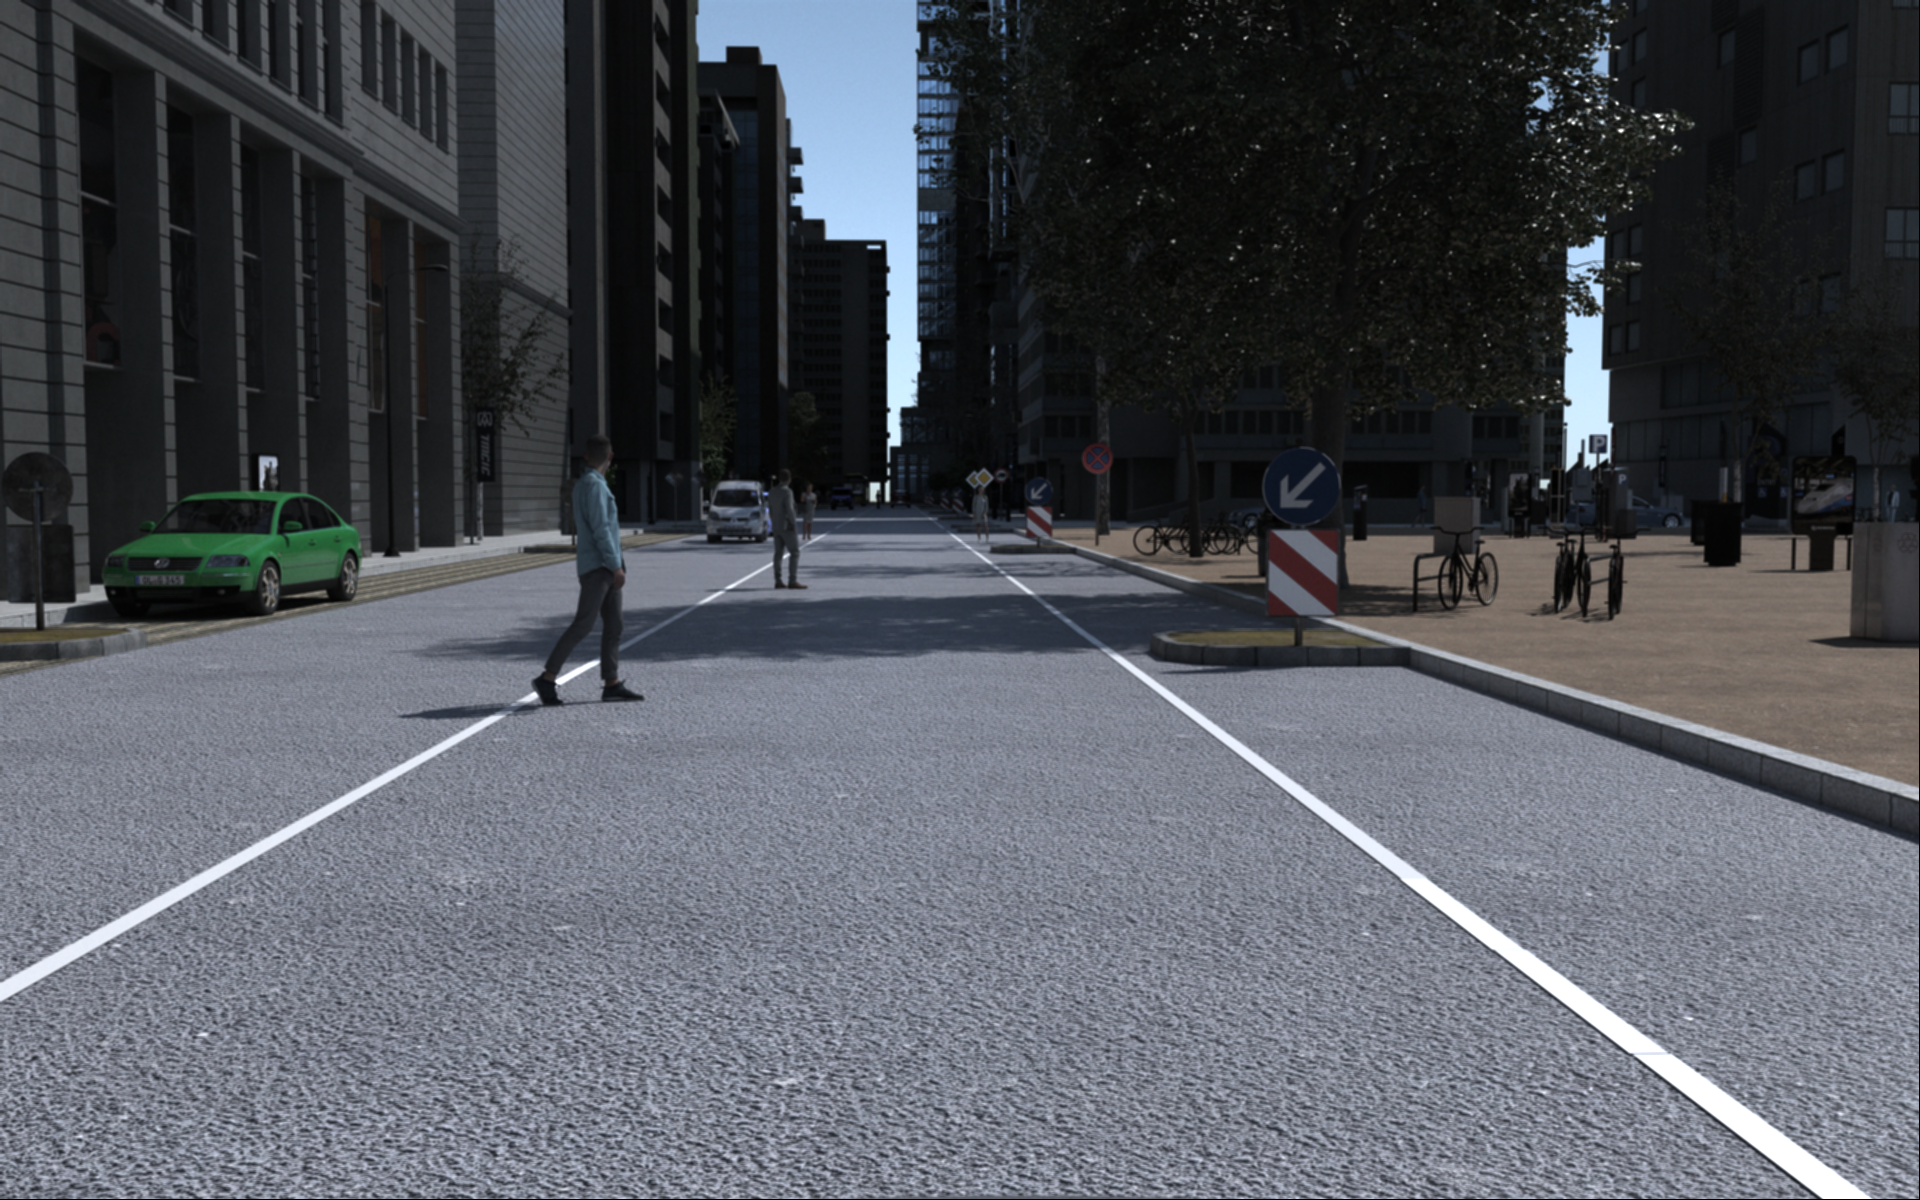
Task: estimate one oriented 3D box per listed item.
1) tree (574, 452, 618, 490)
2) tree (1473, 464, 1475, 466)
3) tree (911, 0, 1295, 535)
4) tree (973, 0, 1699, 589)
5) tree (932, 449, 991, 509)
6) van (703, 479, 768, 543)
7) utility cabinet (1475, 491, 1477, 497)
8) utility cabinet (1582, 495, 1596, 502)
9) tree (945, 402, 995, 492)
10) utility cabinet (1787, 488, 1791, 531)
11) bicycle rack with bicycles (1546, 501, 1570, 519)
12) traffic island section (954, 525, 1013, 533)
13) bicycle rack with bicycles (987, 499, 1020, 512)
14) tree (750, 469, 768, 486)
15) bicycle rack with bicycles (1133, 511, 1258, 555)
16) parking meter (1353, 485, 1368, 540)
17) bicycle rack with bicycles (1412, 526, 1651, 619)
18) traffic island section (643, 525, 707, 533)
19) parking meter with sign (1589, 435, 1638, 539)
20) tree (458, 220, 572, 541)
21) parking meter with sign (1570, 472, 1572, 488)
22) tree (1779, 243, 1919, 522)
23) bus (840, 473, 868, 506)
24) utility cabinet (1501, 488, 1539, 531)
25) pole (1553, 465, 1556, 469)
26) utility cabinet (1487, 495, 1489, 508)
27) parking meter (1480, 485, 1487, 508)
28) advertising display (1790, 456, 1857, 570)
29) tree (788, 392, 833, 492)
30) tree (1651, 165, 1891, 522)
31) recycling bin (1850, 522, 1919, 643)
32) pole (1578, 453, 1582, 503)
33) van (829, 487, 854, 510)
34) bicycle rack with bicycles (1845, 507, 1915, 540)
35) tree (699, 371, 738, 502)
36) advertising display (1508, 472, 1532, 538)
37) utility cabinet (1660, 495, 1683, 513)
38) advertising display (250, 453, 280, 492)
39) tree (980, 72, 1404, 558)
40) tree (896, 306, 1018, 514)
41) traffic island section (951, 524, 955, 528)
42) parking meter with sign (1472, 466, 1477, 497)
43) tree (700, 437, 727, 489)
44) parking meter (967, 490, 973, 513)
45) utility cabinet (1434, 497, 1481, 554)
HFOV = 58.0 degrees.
[{"bbox_3d":[-13.846,-4.356,65.818,1.663,3.219,1.824,0,3,0],"label":"tree"},{"bbox_3d":[31.415,-7.799,111.231,4.285,4.588,4.351,0,3,0],"label":"tree"},{"bbox_3d":[4.508,-12.001,52.109,12.611,20.169,13.585,0,3,0],"label":"tree"},{"bbox_3d":[5.055,-7.129,23.222,9.857,13.997,8.962,0,3,0],"label":"tree"},{"bbox_3d":[1.264,-8.459,122.019,4.285,4.588,4.351,0,3,0],"label":"tree"},{"bbox_3d":[-6.681,-2.758,52.099,2.013,2.044,4.112,0,4,-4],"label":"van"},{"bbox_3d":[39.424,-7.585,132.689,1.173,1.500,0.318,3,4,36],"label":"utility cabinet"},{"bbox_3d":[31.619,-4.609,86.511,1.020,1.237,0.306,2,4,34],"label":"utility cabinet"},{"bbox_3d":[1.152,-11.436,137.338,4.360,8.622,3.978,0,3,0],"label":"tree"},{"bbox_3d":[28.225,-3.115,59.613,0.318,1.500,1.173,-3,4,-38],"label":"utility cabinet"},{"bbox_3d":[30.129,-4.672,89.761,2.852,0.926,2.925,0,4,-7],"label":"bicycle rack with bicycles"},{"bbox_3d":[0.925,-2.628,65.249,2.009,0.180,2.903,0,4,-2],"label":"traffic island section"},{"bbox_3d":[3.600,-6.939,126.837,2.852,0.926,2.925,-3,5,-45],"label":"bicycle rack with bicycles"},{"bbox_3d":[-15.702,-8.425,132.344,1.663,3.219,1.824,0,3,0],"label":"tree"},{"bbox_3d":[5.233,-1.457,37.207,2.925,0.926,2.852,0,4,8],"label":"bicycle rack with bicycles"},{"bbox_3d":[11.099,-2.422,48.019,0.372,1.533,0.369,0,3,0],"label":"parking meter"},{"bbox_3d":[6.348,-0.357,19.227,2.852,0.926,2.925,2,4,31],"label":"bicycle rack with bicycles"},{"bbox_3d":[-10.659,-2.603,64.837,2.009,0.180,2.903,0,4,-2],"label":"traffic island section"},{"bbox_3d":[18.948,-3.295,50.131,0.543,3.016,1.738,-1,4,-15],"label":"parking meter with sign"},{"bbox_3d":[-13.090,-5.956,47.743,4.360,8.622,3.978,0,3,0],"label":"tree"},{"bbox_3d":[50.988,-9.024,143.804,1.738,3.016,0.543,-1,4,-21],"label":"parking meter with sign"},{"bbox_3d":[27.811,-6.222,52.098,4.360,8.622,3.978,0,3,0],"label":"tree"},{"bbox_3d":[-12.368,-13.017,204.370,2.896,3.916,12.252,0,4,-1],"label":"bus"},{"bbox_3d":[18.943,-3.055,58.635,1.173,1.500,0.318,0,4,-5],"label":"utility cabinet"},{"bbox_3d":[41.735,-7.819,121.677,0.158,3.312,0.155,0,3,0],"label":"pole"},{"bbox_3d":[41.042,-7.510,133.952,1.020,1.237,0.306,3,4,39],"label":"utility cabinet"},{"bbox_3d":[34.077,-6.548,112.778,0.399,1.863,0.255,3,5,43],"label":"parking meter"},{"bbox_3d":[14.535,-1.466,29.178,0.974,1.923,0.123,1,4,17],"label":"advertising display"},{"bbox_3d":[-17.789,-16.750,191.989,7.486,12.596,7.792,0,3,0],"label":"tree"},{"bbox_3d":[17.915,-5.432,39.170,4.360,8.622,3.978,0,3,0],"label":"tree"},{"bbox_3d":[8.347,-0.163,15.225,0.722,1.027,0.722,0,4,4],"label":"recycling bin"},{"bbox_3d":[30.497,-5.590,85.235,0.158,3.312,0.155,0,3,0],"label":"pole"},{"bbox_3d":[-10.739,-9.401,158.090,2.240,2.365,5.245,0,4,-1],"label":"van"},{"bbox_3d":[25.796,-2.128,48.173,2.925,0.926,2.852,-2,4,-31],"label":"bicycle rack with bicycles"},{"bbox_3d":[-14.828,-9.260,101.761,4.737,8.622,4.395,0,3,0],"label":"tree"},{"bbox_3d":[16.388,-2.783,50.711,0.123,1.923,0.974,-1,4,-18],"label":"advertising display"},{"bbox_3d":[34.566,-4.462,84.120,1.020,1.237,0.306,2,4,26],"label":"utility cabinet"},{"bbox_3d":[-10.939,-1.352,27.318,0.123,1.923,0.974,0,4,-3],"label":"advertising display"},{"bbox_3d":[4.785,-6.163,35.170,8.767,10.594,7.601,0,4,-6],"label":"tree"},{"bbox_3d":[1.365,-12.360,112.454,12.009,13.543,11.850,0,3,0],"label":"tree"},{"bbox_3d":[0.636,-3.116,73.229,2.009,0.180,2.903,0,4,-2],"label":"traffic island section"},{"bbox_3d":[31.586,-6.770,106.953,0.543,3.016,1.738,1,4,17],"label":"parking meter with sign"},{"bbox_3d":[-14.479,-6.828,95.355,4.285,4.588,4.351,0,3,0],"label":"tree"},{"bbox_3d":[0.758,-7.564,132.075,0.372,1.533,0.369,0,3,0],"label":"parking meter"},{"bbox_3d":[10.696,-1.597,37.273,0.306,1.237,1.020,-2,4,-35],"label":"utility cabinet"}]
